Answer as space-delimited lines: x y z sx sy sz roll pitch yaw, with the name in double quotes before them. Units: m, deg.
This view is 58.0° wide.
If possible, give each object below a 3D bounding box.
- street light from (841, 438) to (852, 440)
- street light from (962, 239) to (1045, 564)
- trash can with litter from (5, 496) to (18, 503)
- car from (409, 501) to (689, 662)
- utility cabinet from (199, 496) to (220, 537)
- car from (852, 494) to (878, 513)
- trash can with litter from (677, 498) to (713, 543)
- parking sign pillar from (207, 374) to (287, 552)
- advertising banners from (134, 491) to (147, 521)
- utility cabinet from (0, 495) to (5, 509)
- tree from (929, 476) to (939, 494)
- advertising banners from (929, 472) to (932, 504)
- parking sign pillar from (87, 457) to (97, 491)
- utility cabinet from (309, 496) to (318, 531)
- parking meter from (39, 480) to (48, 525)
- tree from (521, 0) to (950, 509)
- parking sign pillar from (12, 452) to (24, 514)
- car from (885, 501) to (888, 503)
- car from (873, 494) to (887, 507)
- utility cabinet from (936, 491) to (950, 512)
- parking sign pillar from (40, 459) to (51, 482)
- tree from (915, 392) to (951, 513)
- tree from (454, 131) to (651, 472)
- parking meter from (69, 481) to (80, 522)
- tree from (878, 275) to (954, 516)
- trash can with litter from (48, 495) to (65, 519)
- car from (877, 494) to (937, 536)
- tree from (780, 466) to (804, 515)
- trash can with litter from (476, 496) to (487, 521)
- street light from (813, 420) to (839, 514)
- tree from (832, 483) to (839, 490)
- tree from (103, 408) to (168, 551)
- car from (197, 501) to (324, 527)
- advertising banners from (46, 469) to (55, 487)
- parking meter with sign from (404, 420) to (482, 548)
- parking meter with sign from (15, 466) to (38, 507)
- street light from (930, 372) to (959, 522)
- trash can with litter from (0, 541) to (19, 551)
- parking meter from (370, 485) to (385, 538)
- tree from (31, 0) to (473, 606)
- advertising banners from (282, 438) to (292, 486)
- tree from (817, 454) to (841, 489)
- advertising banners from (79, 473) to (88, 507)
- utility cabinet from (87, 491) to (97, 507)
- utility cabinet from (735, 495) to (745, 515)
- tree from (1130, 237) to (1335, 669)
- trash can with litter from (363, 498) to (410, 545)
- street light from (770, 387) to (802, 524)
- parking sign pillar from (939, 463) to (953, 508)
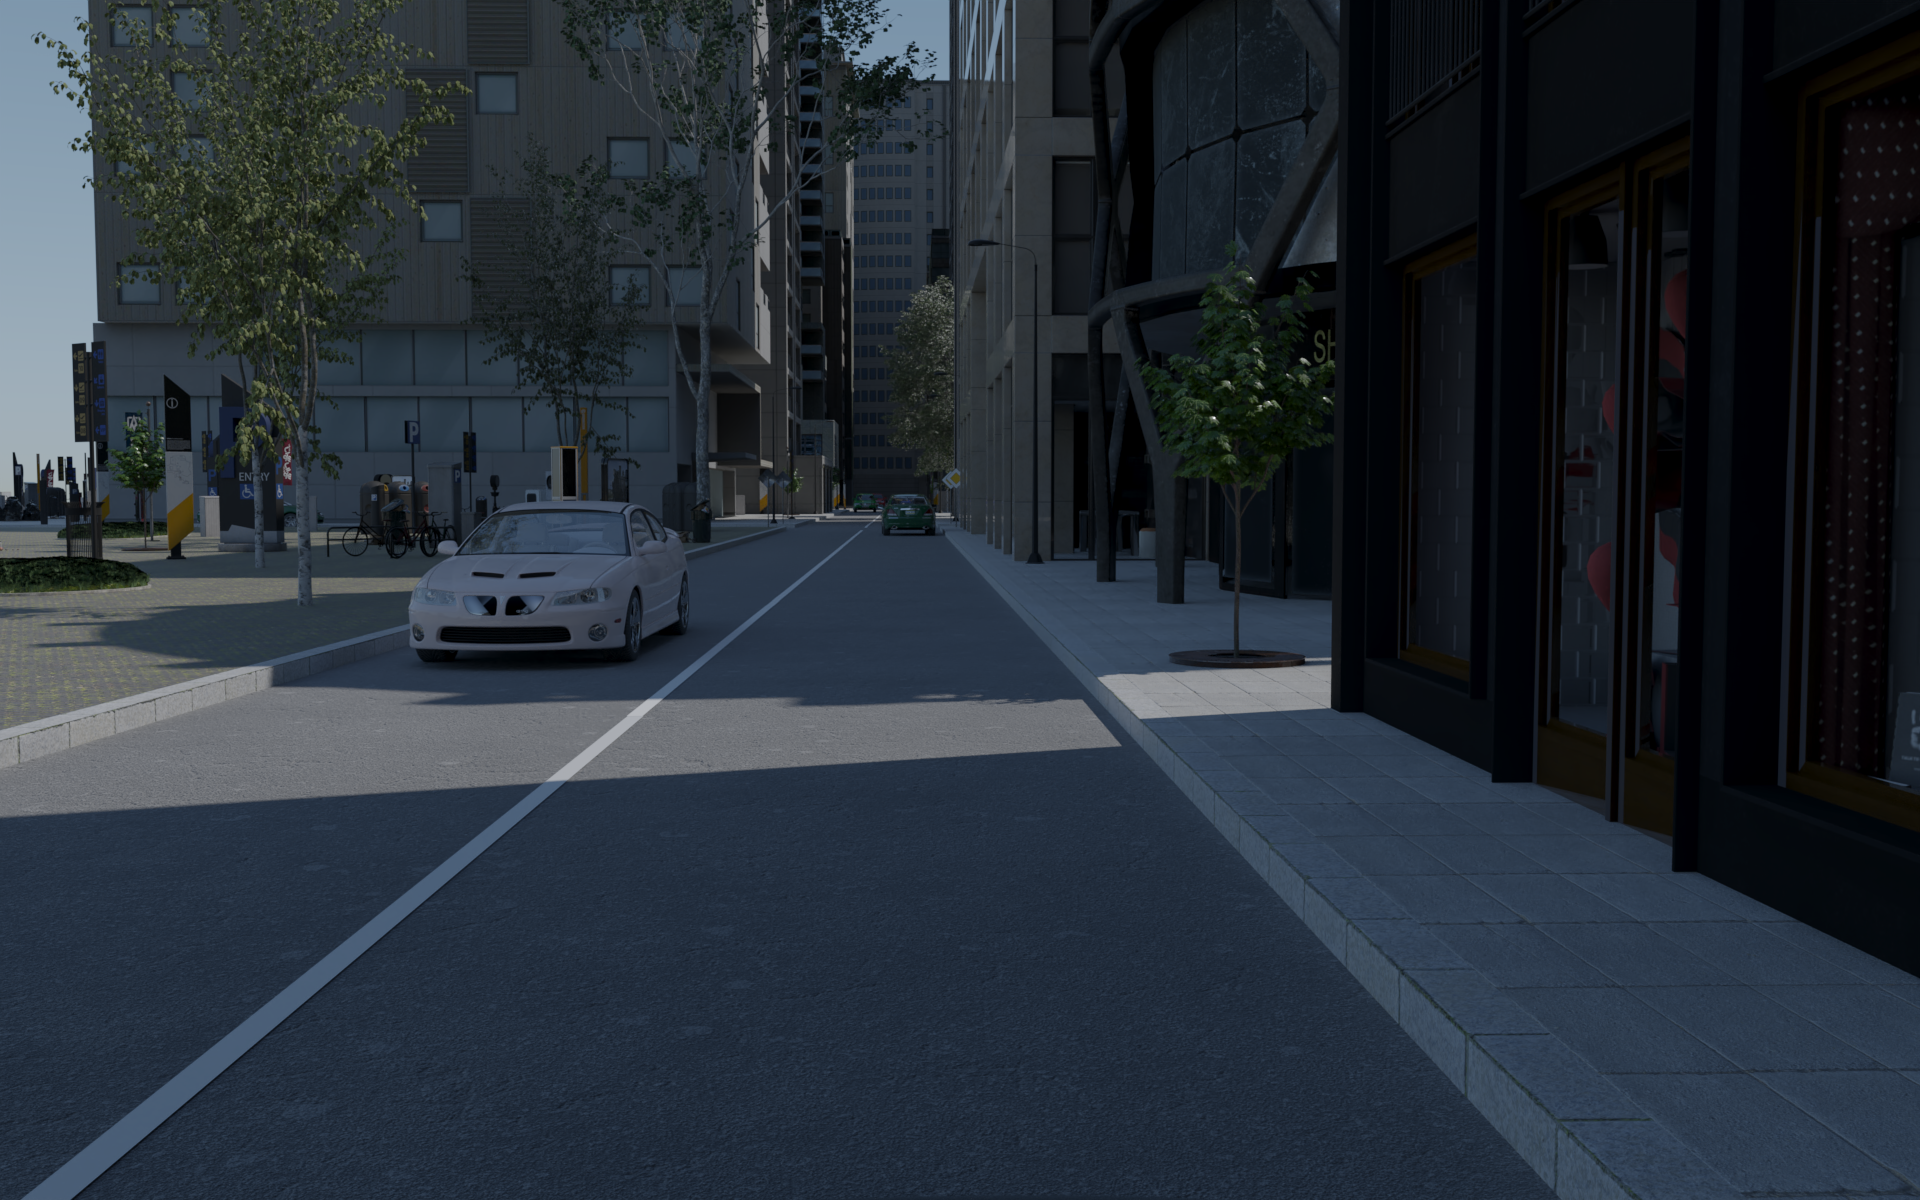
"street light" -9.652 -10.460 143.566 1.470 5.913 1.316 0 4 -2
"street light" 0.843 -3.621 31.750 1.470 5.913 1.316 0 4 -2
"trash can with litter" -50.498 -4.942 92.191 0.624 1.170 1.055 -2 4 -30
"car" -3.709 -0.241 16.305 2.083 1.381 4.827 0 4 0
"utility cabinet" -22.373 -2.511 52.223 0.306 1.237 1.020 2 4 33
"car" -7.417 -7.734 135.240 1.959 1.807 4.718 0 4 -3
"trash can with litter" -7.038 -2.088 45.532 1.055 1.170 0.624 0 4 8
"parking sign pillar" -15.869 -3.074 38.739 1.447 3.967 1.447 0 4 2
"advertising banners" -29.909 -4.107 63.329 0.090 3.025 2.074 -3 5 -39
"utility cabinet" -60.916 -6.017 109.539 1.020 1.237 0.306 1 4 11
"tree" -2.286 -9.796 154.759 1.663 3.219 1.824 0 3 0
"advertising banners" -2.336 -8.615 137.048 0.090 3.025 2.074 0 4 -5
"parking sign pillar" -63.642 -8.486 127.216 1.447 3.967 1.447 -1 4 -12
"utility cabinet" -22.700 -3.031 60.719 0.306 1.237 1.020 -1 4 -19
"parking meter" -38.636 -4.117 73.024 0.255 1.863 0.399 -2 4 -23
"tree" -6.660 -11.915 50.699 12.611 20.169 13.585 0 3 0
"parking sign pillar" -60.654 -7.530 111.580 1.447 3.967 1.447 -1 4 -21
"car" -4.063 -6.302 115.620 1.945 1.354 3.894 0 4 -1
"car" -8.177 -9.713 167.847 2.155 1.783 4.494 0 4 -4
"utility cabinet" -1.314 -7.071 124.292 1.173 1.500 0.318 -2 4 -27
"parking sign pillar" -70.651 -8.895 133.911 1.447 3.967 1.447 -1 4 -12
"tree" -1.134 -10.375 119.997 4.360 8.622 3.978 0 3 0
"tree" -8.077 -5.198 35.356 4.360 8.622 3.978 0 3 0
"parking meter" -40.814 -4.534 79.835 0.399 1.863 0.255 -3 4 -39
"tree" -0.177 -11.850 100.410 9.857 13.997 8.962 0 3 0
"trash can with litter" -47.106 -4.784 89.276 1.678 1.210 2.233 1 4 20
"car" -1.834 -3.013 61.062 2.131 1.459 4.920 0 4 -4
"tree" -10.159 -6.742 104.826 1.663 3.219 1.824 0 3 0
"trash can with litter" -16.209 -2.989 59.923 1.678 1.210 2.233 2 4 25
"street light" -8.589 -8.363 109.272 1.470 5.913 1.316 0 4 -2
"tree" -11.270 -9.253 145.882 1.663 3.219 1.824 0 3 0
"tree" -18.582 -2.734 39.302 1.663 3.219 1.824 0 3 0
"car" -28.544 -3.608 70.794 4.920 1.459 2.131 0 4 -3
"advertising banners" -64.569 -7.659 121.413 2.074 3.025 0.090 -1 4 -17
"parking meter with sign" -12.211 -2.739 41.049 1.738 3.016 0.543 1 4 13
"parking meter with sign" -58.622 -6.916 109.345 0.543 3.016 1.738 2 4 26
"street light" -0.290 -5.726 66.166 1.470 5.913 1.316 0 4 -2
"trash can with litter" -22.474 -1.699 38.830 2.233 1.210 1.678 -1 4 -18
"parking meter" -15.844 -2.369 47.145 0.372 1.533 0.369 0 3 0
"tree" -7.781 -4.238 19.649 4.737 8.622 4.395 0 3 0
"advertising banners" -21.456 -3.521 53.754 0.090 3.025 2.074 2 4 27
"tree" -11.340 -9.449 138.207 4.285 4.588 4.351 0 3 0
"advertising banners" -74.055 -9.139 145.615 0.090 3.025 2.074 1 4 19
"utility cabinet" -62.148 -7.052 123.984 0.318 1.500 1.173 -1 4 -11
"utility cabinet" -13.694 -5.805 106.071 1.020 1.237 0.306 0 4 -6
"tree" 2.026 -1.140 13.241 1.663 3.219 1.824 0 3 0
"trash can with litter" -14.479 -1.979 43.744 0.624 1.170 1.055 3 4 38
"street light" -7.534 -6.265 74.977 1.470 5.913 1.316 0 4 -2
"parking sign pillar" -1.063 -8.662 130.103 1.447 3.967 1.447 -2 4 -34
